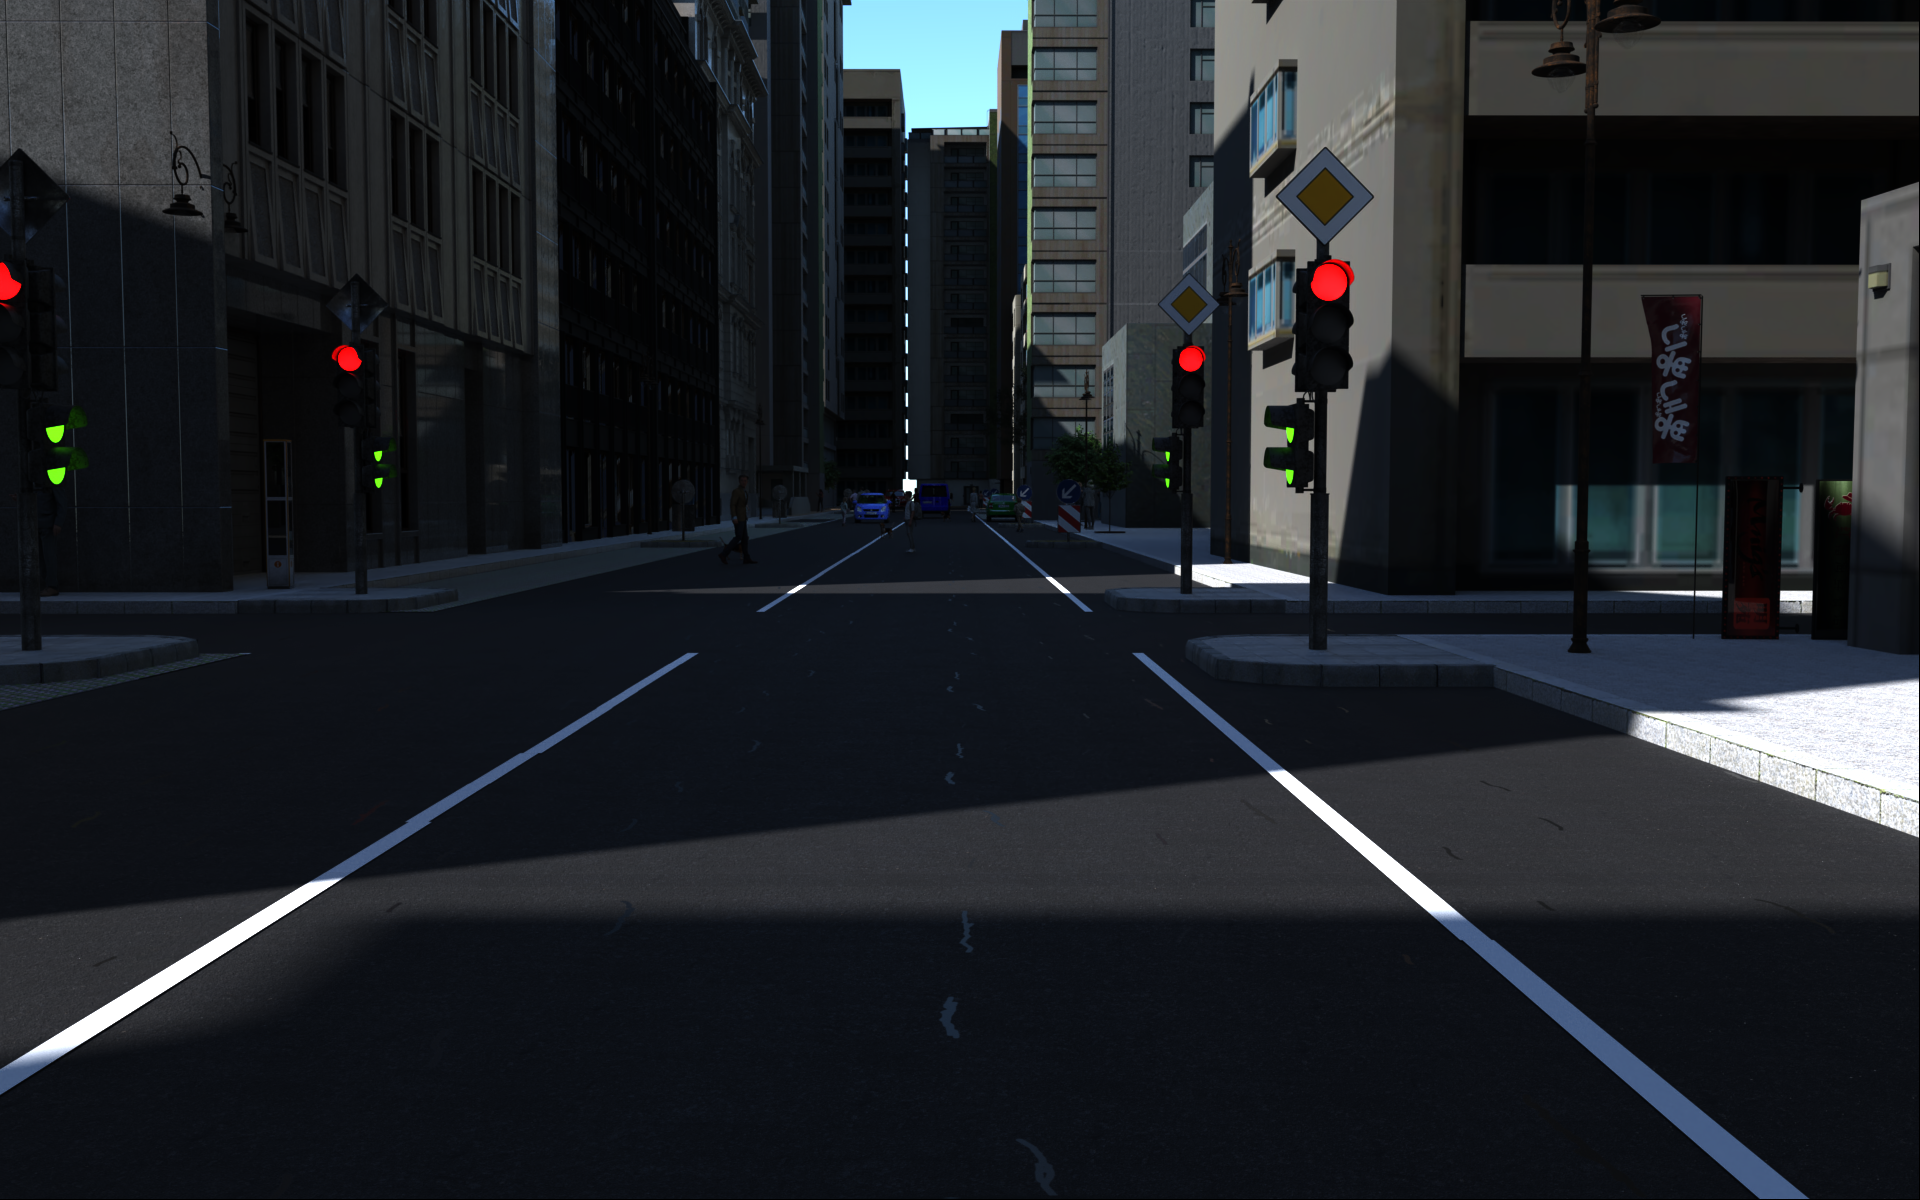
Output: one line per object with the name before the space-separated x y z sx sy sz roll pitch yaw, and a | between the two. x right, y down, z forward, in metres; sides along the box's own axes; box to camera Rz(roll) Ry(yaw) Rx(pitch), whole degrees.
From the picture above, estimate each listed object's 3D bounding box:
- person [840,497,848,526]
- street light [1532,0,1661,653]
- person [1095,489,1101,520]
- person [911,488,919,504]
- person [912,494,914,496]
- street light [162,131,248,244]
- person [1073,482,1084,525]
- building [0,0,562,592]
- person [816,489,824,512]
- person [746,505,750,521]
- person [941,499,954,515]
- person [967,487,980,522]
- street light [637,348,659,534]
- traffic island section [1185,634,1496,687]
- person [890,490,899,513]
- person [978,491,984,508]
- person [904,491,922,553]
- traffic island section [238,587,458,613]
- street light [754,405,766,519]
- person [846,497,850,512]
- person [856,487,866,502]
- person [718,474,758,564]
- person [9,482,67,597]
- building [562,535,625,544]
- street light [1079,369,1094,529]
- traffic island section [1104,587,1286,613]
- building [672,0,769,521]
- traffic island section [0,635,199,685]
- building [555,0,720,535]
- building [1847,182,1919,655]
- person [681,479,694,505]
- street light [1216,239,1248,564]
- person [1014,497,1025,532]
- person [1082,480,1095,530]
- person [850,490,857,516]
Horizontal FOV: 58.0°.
person | -5.147 -3.928 76.999 0.425 1.301 0.394 2 4 24
street light | 5.018 -2.512 13.853 0.468 5.910 1.993 0 4 0
person | 6.862 -4.710 83.034 0.713 1.824 0.794 -2 4 -33
person | -2.786 -6.131 108.709 0.705 1.831 1.348 2 4 26
person | -4.486 -10.117 174.594 1.217 1.739 0.721 0 4 0
street light | -9.768 -3.045 22.579 0.468 5.910 1.993 0 4 0
person | 4.809 -3.940 70.888 0.534 1.772 0.576 0 4 3
building | -15.696 -13.071 31.735 12.078 24.808 19.932 0 4 0
person | -10.068 -7.135 124.175 0.593 1.643 0.415 0 4 3
person | -9.901 -4.209 79.881 0.382 1.210 0.505 0 4 -3
person | -1.083 -6.594 116.329 1.348 1.823 0.705 0 4 3
person | 0.678 -4.904 89.038 0.624 1.780 0.694 -3 5 -41
street light | -9.905 -5.034 55.099 0.468 5.910 1.993 0 4 0
traffic island section | 2.981 0.487 14.320 2.009 0.180 2.903 0 4 0
person | -5.051 -7.635 133.856 0.721 1.766 1.217 -2 4 -32
person | 1.952 -9.165 159.059 1.217 1.736 0.721 2 4 29
person | -1.215 -1.928 42.619 0.503 1.515 0.523 3 5 42
traffic island section | -7.706 0.002 22.249 2.009 0.180 2.903 0 4 0
street light | -10.125 -7.035 87.816 0.468 5.910 1.993 0 4 0
person | -8.217 -7.205 126.977 0.551 1.740 0.621 2 4 25
person | -5.349 -5.291 94.853 0.661 1.843 0.795 -1 4 -19
person | -4.536 -1.654 35.452 0.836 1.842 0.656 -1 4 -19
person | -11.599 -0.954 21.809 0.661 1.801 0.590 1 4 21
building | -16.349 -13.452 49.624 12.332 23.373 15.834 0 4 0
street light | 4.681 -5.589 64.163 0.468 5.910 1.993 0 4 0
traffic island section | 2.935 -0.001 22.305 2.009 0.180 2.903 0 4 0
building | -17.463 -18.217 85.230 14.401 28.519 23.554 0 4 0
traffic island section | -7.661 0.490 14.264 2.009 0.180 2.903 0 4 0
building | -16.357 -14.420 65.444 12.332 23.373 15.834 0 4 0
building | 17.760 -34.495 2.242 20.563 71.187 20.611 0 4 0
person | -9.653 -3.406 61.755 0.581 1.822 0.654 3 5 40
street light | 4.922 -3.600 31.643 0.468 5.910 1.993 0 4 0
person | 2.224 -3.206 65.195 0.475 1.303 0.640 -2 4 -34
person | 4.616 -3.439 62.450 0.537 1.800 0.526 -1 4 -16
person | -6.905 -6.383 113.807 0.756 1.711 0.436 -1 4 -12
